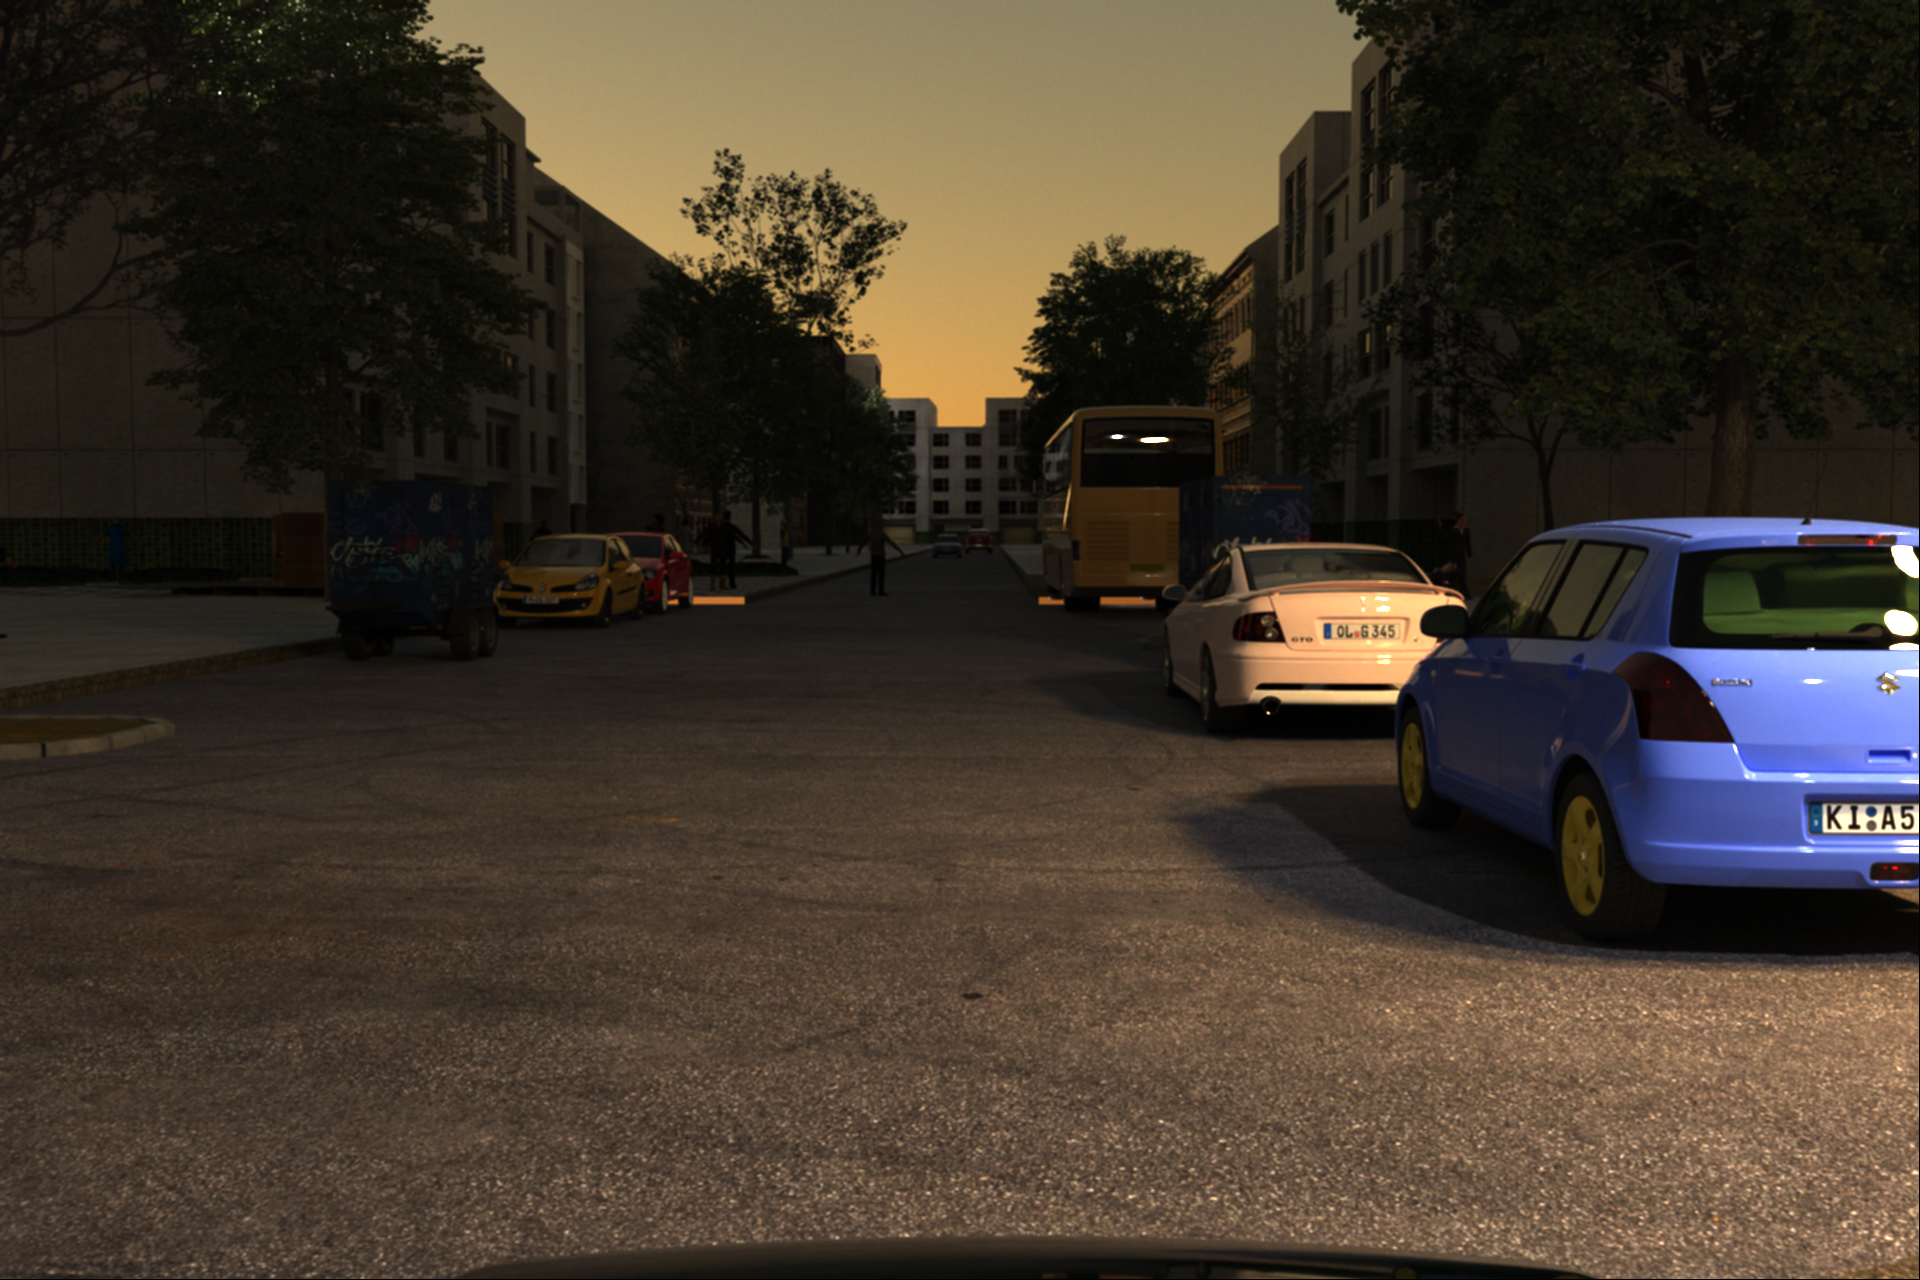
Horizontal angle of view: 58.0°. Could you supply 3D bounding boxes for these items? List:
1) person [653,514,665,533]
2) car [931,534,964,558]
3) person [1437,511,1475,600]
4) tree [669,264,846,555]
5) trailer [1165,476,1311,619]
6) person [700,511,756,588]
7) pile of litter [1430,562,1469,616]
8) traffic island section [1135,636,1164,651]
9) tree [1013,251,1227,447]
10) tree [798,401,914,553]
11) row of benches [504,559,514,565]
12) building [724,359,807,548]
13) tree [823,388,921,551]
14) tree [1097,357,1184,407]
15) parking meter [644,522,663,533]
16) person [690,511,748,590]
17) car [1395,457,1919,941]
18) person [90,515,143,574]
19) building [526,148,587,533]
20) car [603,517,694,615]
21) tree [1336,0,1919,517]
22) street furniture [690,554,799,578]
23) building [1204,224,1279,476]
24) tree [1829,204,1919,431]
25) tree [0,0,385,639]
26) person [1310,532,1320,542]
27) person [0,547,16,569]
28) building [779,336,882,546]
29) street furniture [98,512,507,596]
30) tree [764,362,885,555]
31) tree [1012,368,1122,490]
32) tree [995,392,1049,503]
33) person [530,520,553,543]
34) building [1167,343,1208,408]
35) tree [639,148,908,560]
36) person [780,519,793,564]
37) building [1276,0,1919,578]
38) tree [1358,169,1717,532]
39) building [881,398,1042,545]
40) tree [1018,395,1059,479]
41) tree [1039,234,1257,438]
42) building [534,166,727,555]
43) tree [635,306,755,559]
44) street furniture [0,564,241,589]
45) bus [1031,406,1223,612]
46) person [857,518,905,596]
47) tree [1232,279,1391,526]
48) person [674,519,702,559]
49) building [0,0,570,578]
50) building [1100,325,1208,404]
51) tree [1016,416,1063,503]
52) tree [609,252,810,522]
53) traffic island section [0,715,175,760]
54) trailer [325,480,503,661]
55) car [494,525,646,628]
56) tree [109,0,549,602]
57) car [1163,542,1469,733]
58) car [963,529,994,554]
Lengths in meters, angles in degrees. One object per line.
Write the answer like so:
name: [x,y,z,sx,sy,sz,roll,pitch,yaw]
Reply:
person: [-8.185,-2.491,46.879,0.704,1.843,1.345,-2,4,-27]
car: [-0.753,-5.710,105.368,2.014,1.417,4.499,0,4,1]
person: [9.604,-1.636,33.592,0.742,1.727,0.445,-3,4,-36]
tree: [-8.753,-9.527,73.892,7.486,12.596,7.792,0,3,0]
trailer: [2.953,-0.724,18.889,1.471,1.999,3.904,0,4,0]
person: [-5.522,-2.153,41.130,1.347,1.837,0.705,0,4,1]
pile of litter: [7.141,-0.752,26.257,1.176,0.858,1.719,0,4,1]
traffic island section: [3.256,0.053,22.001,1.991,0.108,1.994,0,3,0]
tree: [7.319,-10.486,78.100,9.857,13.997,8.962,0,3,0]
tree: [-7.614,-11.255,118.430,8.767,10.594,7.601,-2,4,-26]
row of benches: [-13.819,-1.837,45.505,4.104,0.672,1.422,-1,4,-15]
building: [-24.896,-20.416,164.726,19.493,23.208,18.063,0,4,1]
tree: [-6.877,-13.206,134.040,7.486,12.596,7.792,0,3,0]
tree: [7.402,-7.218,68.383,4.360,8.622,3.978,0,3,0]
parking meter: [-6.325,-1.675,35.792,0.372,1.533,0.369,0,3,0]
person: [-5.530,-2.050,39.657,1.346,1.812,0.704,-1,4,-18]
car: [3.033,0.135,7.383,1.945,1.707,3.694,0,4,0]
person: [-23.947,-2.634,49.189,1.347,1.817,0.704,-2,4,-25]
building: [-26.314,-13.953,84.543,16.016,20.090,11.380,0,4,2]
car: [-6.123,-1.416,32.196,2.155,1.783,4.494,0,4,1]
tree: [9.053,-6.935,20.041,9.857,13.997,8.962,0,3,0]
street furniture: [-9.907,-2.225,52.009,10.072,0.657,5.734,0,4,-8]
building: [24.888,-16.508,100.838,19.493,23.208,18.063,0,4,1]
tree: [24.948,-7.164,42.892,9.928,11.665,9.643,0,3,0]
tree: [-12.293,-6.746,20.660,12.009,13.543,11.850,0,3,0]
person: [5.863,-1.499,30.609,1.345,1.816,0.704,3,4,38]
person: [-10.400,-0.678,17.872,0.721,1.737,1.214,3,4,38]
building: [-23.523,-21.455,194.757,27.936,21.610,32.646,0,4,0]
street furniture: [-11.860,-1.939,38.554,9.812,1.723,11.010,2,4,25]
tree: [-8.001,-10.910,104.135,9.928,11.665,9.643,0,3,0]
tree: [6.934,-9.428,88.557,8.767,10.594,7.601,0,4,-1]
tree: [8.288,-13.556,132.016,12.009,13.543,11.850,0,3,0]
person: [-15.275,-3.511,63.629,1.346,1.802,0.704,1,4,21]
building: [28.884,-19.955,157.190,19.493,23.208,18.063,0,4,1]
tree: [-9.290,-14.063,85.814,12.611,20.169,13.585,0,3,0]
person: [-5.634,-3.054,56.389,0.721,1.772,1.216,0,4,6]
building: [23.069,-12.169,65.414,16.747,18.905,31.486,0,4,1]
tree: [13.825,-6.484,40.433,8.767,10.594,7.601,0,4,3]
building: [3.731,-22.167,231.343,31.486,18.905,16.747,0,4,3]
tree: [7.169,-10.243,101.883,8.767,10.594,7.601,1,4,22]
tree: [6.499,-8.191,59.678,9.928,11.665,9.643,0,3,0]
building: [-25.399,-16.964,108.296,19.493,23.208,18.063,0,4,2]
tree: [-8.707,-6.497,56.582,4.737,8.622,4.395,0,3,0]
street furniture: [-23.725,-1.724,43.816,10.072,0.657,5.734,1,4,22]
bus: [3.112,-2.641,34.732,2.896,3.916,12.252,0,3,0]
person: [-1.892,-1.939,40.288,1.348,1.813,0.705,2,4,32]
tree: [10.144,-6.134,50.645,4.737,8.622,4.395,0,3,0]
person: [-9.586,-3.336,60.725,1.347,1.806,0.705,2,4,29]
building: [-26.838,-12.183,65.647,16.747,18.905,31.486,0,4,0]
building: [28.562,-20.763,183.456,27.936,21.610,32.646,0,4,1]
tree: [7.134,-10.915,112.879,7.601,10.594,8.767,-1,4,-12]
tree: [-9.185,-8.486,64.494,9.928,11.665,9.643,0,3,0]
traffic island section: [-6.609,0.670,11.911,1.991,0.108,1.994,0,4,1]
trailer: [-6.197,-0.739,19.130,1.471,1.999,3.904,0,4,1]
car: [-6.184,-1.066,27.645,2.015,1.641,3.980,0,4,1]
tree: [-11.660,-6.984,32.320,7.486,12.596,7.792,0,3,0]
car: [2.713,-0.090,13.834,2.083,1.381,4.827,0,4,1]
car: [1.388,-7.273,127.586,2.281,1.827,5.304,0,4,0]
